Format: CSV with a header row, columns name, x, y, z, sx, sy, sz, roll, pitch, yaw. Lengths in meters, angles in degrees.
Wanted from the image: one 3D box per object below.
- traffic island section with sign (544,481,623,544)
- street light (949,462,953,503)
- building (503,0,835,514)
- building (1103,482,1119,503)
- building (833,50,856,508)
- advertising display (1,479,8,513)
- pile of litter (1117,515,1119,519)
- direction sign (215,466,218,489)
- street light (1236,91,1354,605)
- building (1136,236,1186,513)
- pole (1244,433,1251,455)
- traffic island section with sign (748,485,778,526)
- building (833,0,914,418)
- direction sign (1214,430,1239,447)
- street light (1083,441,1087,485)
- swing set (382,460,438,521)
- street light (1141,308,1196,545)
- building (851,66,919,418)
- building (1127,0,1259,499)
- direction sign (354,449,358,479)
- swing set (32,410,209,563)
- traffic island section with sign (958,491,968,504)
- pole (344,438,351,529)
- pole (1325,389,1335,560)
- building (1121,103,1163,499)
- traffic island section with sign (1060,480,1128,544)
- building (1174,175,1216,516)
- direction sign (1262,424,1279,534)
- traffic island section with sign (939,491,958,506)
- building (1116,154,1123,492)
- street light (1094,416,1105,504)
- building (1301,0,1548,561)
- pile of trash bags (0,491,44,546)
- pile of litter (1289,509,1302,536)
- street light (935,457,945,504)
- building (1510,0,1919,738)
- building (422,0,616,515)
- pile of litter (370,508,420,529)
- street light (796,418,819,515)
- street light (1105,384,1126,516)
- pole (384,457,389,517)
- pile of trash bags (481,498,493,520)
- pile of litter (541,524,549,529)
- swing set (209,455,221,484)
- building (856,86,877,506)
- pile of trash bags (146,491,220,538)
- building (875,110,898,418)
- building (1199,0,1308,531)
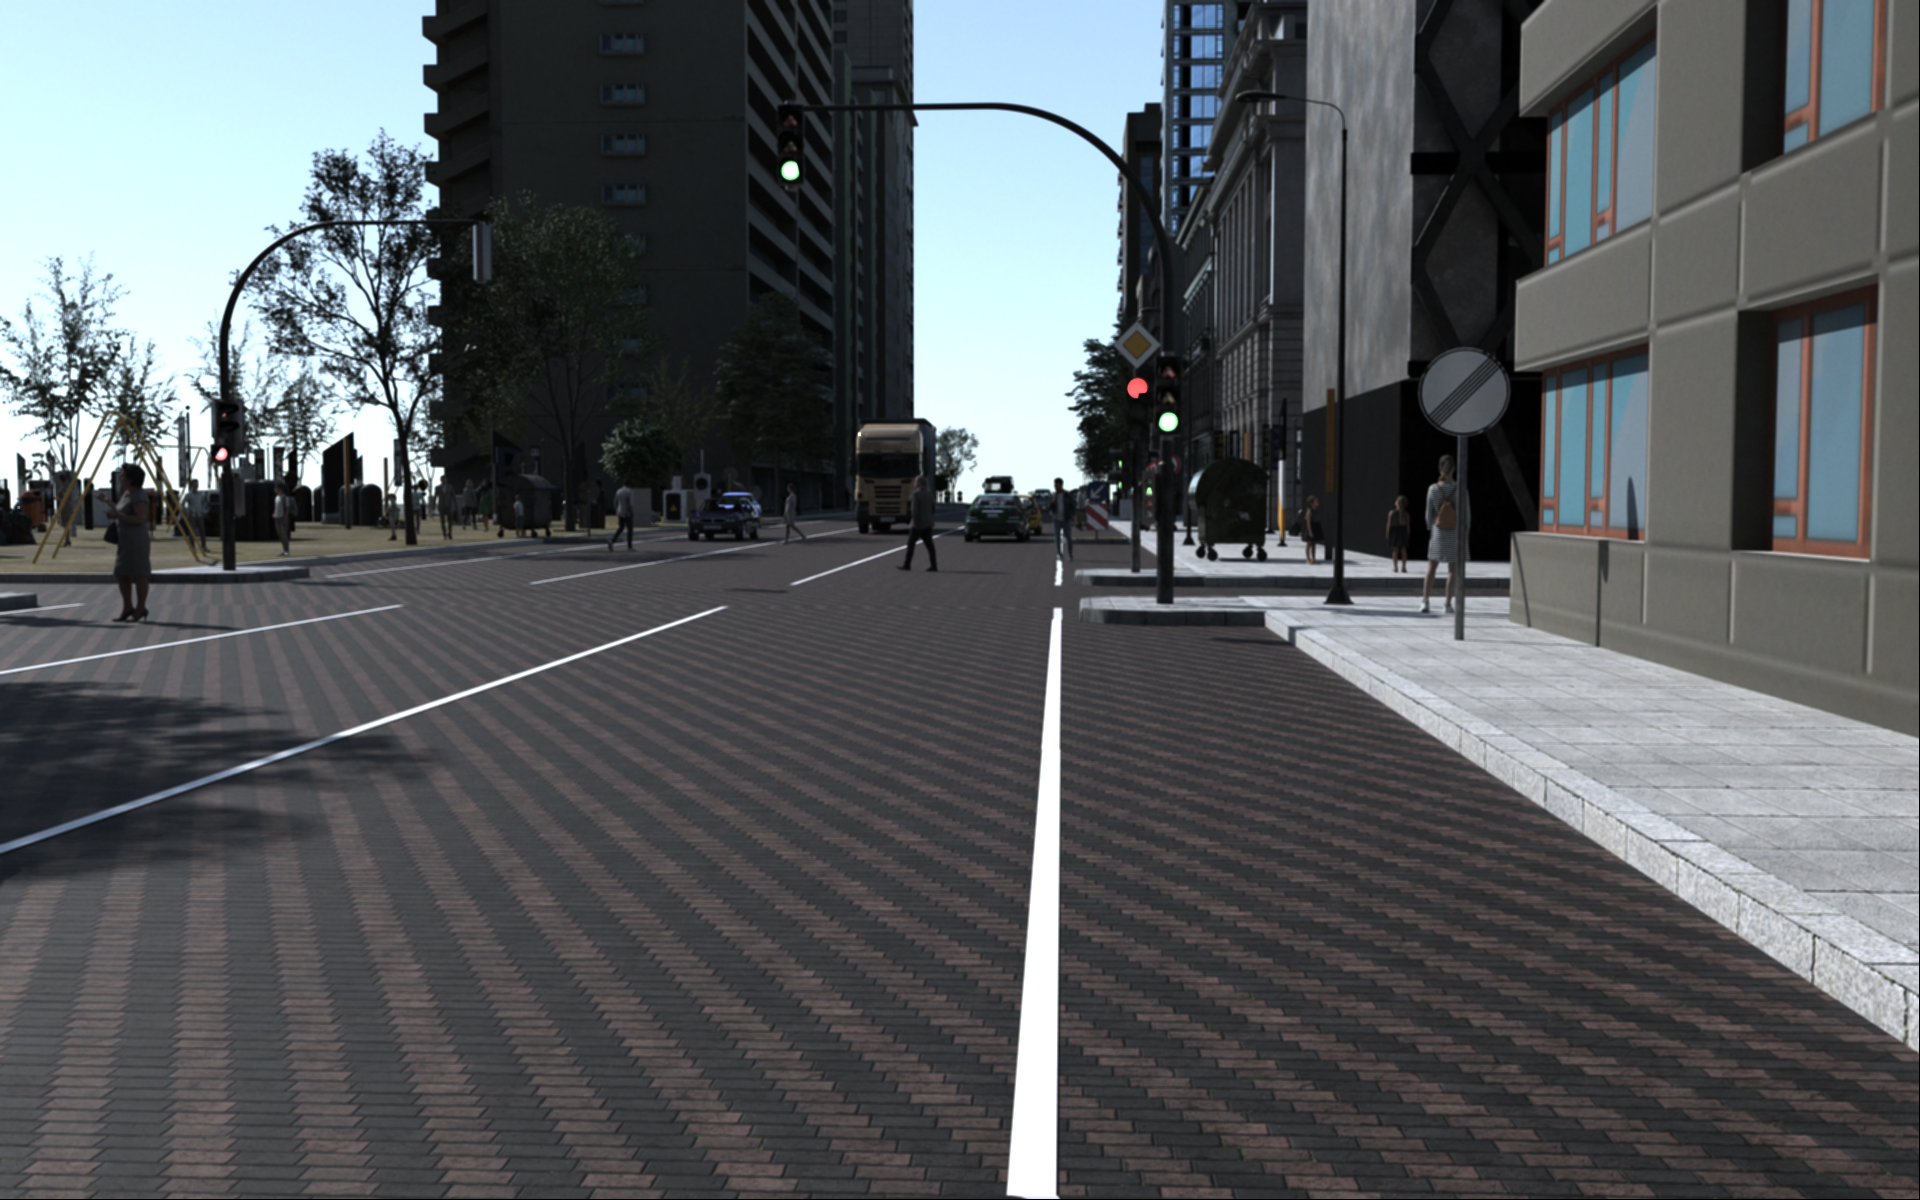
name,x,y,z,sx,sy,sz,roll,pitch,yaw
traffic island section with sign,-11.039,-2.596,51.071,1.989,1.847,2.006,0,4,3
street light,-0.877,-16.817,247.493,1.470,5.913,1.316,0,4,3
building,-21.975,-31.424,137.487,21.300,48.544,21.600,0,4,3
building,36.915,-34.033,248.323,32.217,40.220,23.993,0,4,3
building,-17.483,-28.850,155.286,14.154,41.232,14.086,0,4,3
advertising display,-39.888,-4.104,72.318,0.123,1.923,0.974,-3,4,-36
pile of litter,8.763,-4.666,90.248,1.176,0.858,1.719,0,4,6
direction sign,-33.833,-5.311,78.833,0.379,3.537,0.876,-1,4,-16
street light,3.880,-2.908,20.095,1.470,5.913,1.316,0,4,3
building,27.698,-17.429,129.996,27.650,21.520,28.899,0,4,3
pole,9.624,-3.926,58.026,0.158,3.312,0.155,0,3,0
traffic island section with sign,-9.380,-4.301,78.955,1.989,1.847,2.006,0,4,3
building,-14.827,-49.176,242.276,20.563,71.187,20.611,0,4,3
direction sign,9.469,-4.261,61.664,0.876,3.537,0.379,0,4,0
street light,11.603,-10.874,150.332,1.470,5.913,1.316,0,4,3
swing set,-25.998,-5.140,81.652,2.862,2.851,3.119,-2,4,-26
street light,5.199,-4.328,43.298,1.470,5.913,1.316,0,4,3
building,-20.458,-38.525,219.121,28.713,52.752,27.495,0,4,3
building,27.273,-51.701,157.983,22.319,86.520,31.000,0,4,3
direction sign,-30.640,-5.801,86.839,0.876,3.537,0.379,0,4,-5
swing set,-16.381,-2.217,33.869,2.862,2.851,3.119,-1,4,-21
traffic island section with sign,0.047,-14.052,238.379,1.989,1.847,2.006,0,4,3
pole,-22.322,-4.235,63.086,0.158,3.312,0.155,0,3,0
pole,7.200,-2.438,33.703,0.158,3.312,0.155,0,3,0
building,25.768,-33.571,198.993,14.600,45.320,14.200,0,4,3
traffic island section with sign,3.865,-2.553,50.363,1.989,1.847,2.006,0,4,3
building,17.372,-13.979,93.189,10.561,19.102,19.286,0,4,3
direction sign,10.072,-3.928,56.218,0.876,3.537,0.379,-3,5,-44
traffic island section with sign,-1.558,-12.387,211.155,1.989,1.847,2.006,0,4,3
building,31.335,-36.775,220.877,23.786,49.044,30.456,0,4,3
street light,8.783,-7.949,102.502,1.470,5.913,1.316,0,4,3
building,17.106,-10.405,37.573,16.811,18.784,16.820,0,4,3
pile of trash bags,-24.558,-2.112,44.282,1.912,1.369,3.447,0,4,2
pile of litter,10.750,-2.379,52.868,1.719,0.858,1.176,-1,4,-22
street light,-2.537,-15.037,218.390,1.470,5.913,1.316,0,4,3
building,18.477,-9.573,1.556,27.650,21.520,28.899,0,4,3
building,-23.002,-30.107,115.950,21.300,48.544,21.600,0,4,3
pile of litter,-20.866,-3.059,63.983,1.719,0.858,1.176,-1,4,-10
street light,-9.293,-8.136,105.557,1.470,5.913,1.316,0,4,3
street light,7.015,-6.169,73.405,1.470,5.913,1.316,0,4,3
pole,-31.925,-6.271,96.368,0.158,3.312,0.155,0,3,0
pile of trash bags,-23.381,-4.762,87.617,1.912,1.369,3.447,0,4,-4
pile of litter,-15.896,-3.085,64.406,1.176,0.858,1.719,1,4,17
swing set,-25.375,-3.572,56.022,2.862,2.851,3.119,1,4,10
building,-15.850,-29.744,169.907,14.154,41.232,14.086,0,4,3
pile of trash bags,-22.976,-2.584,51.998,1.912,1.369,3.447,3,5,41
building,-14.695,-33.520,198.163,14.600,45.320,14.200,0,4,3
building,17.376,-14.019,71.015,13.314,21.916,24.055,0,4,3
